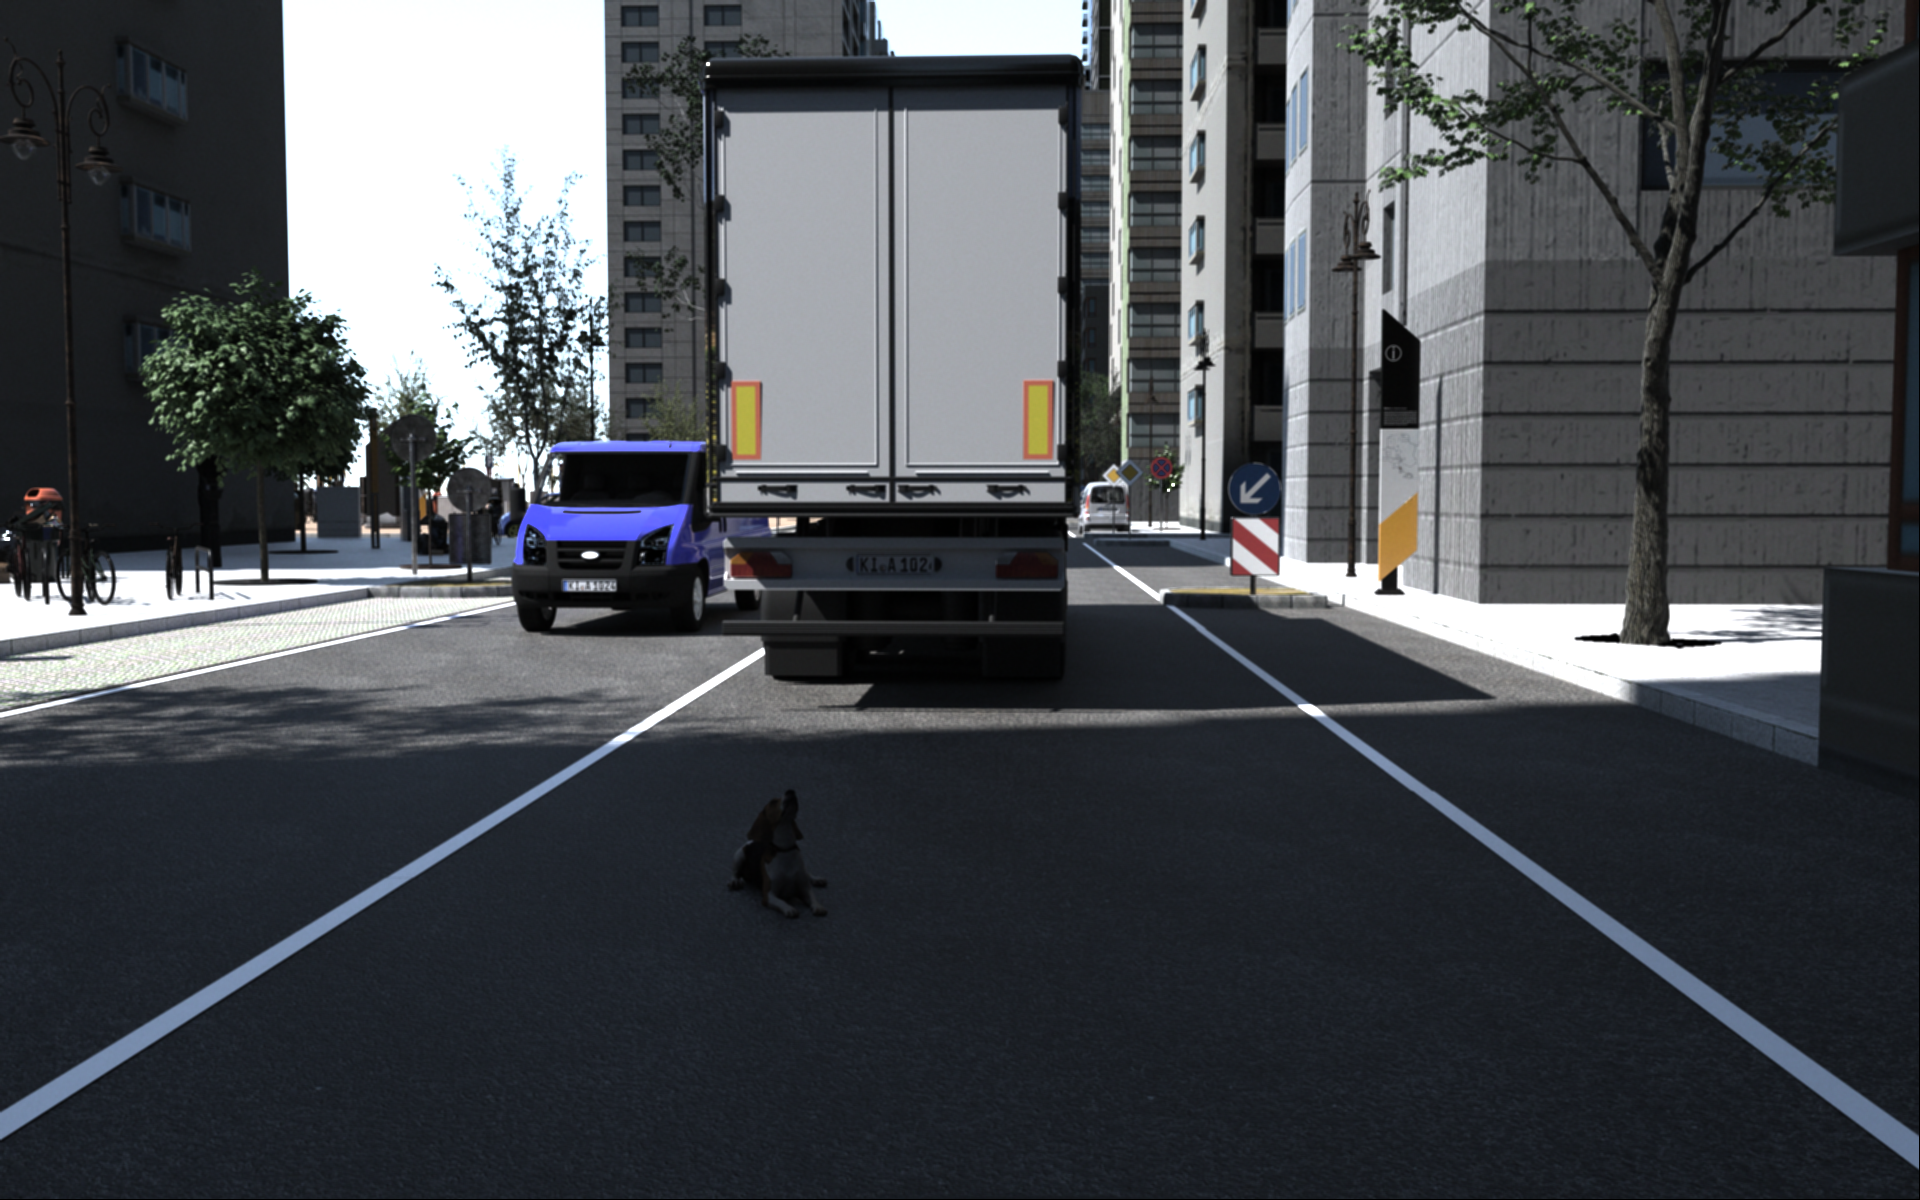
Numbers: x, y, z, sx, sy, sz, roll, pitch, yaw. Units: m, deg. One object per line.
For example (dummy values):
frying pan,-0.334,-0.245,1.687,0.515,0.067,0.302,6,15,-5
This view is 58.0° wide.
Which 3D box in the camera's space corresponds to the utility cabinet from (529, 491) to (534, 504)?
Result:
utility cabinet,-28.943,-6.741,118.901,1.173,1.500,0.318,-1,4,-20

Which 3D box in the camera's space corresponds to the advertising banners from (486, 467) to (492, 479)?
advertising banners,-28.807,-6.850,108.181,2.074,3.025,0.090,2,4,27

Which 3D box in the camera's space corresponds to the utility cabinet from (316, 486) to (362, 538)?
utility cabinet,-17.974,-2.537,50.155,1.173,1.500,0.318,0,4,-4

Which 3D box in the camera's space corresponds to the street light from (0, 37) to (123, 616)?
street light,-9.356,-2.777,18.186,0.468,5.910,1.993,0,4,2

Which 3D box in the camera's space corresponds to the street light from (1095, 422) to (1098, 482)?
street light,8.685,-8.411,110.312,0.468,5.910,1.993,0,4,2

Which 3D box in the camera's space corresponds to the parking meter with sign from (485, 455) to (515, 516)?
parking meter with sign,-20.376,-4.982,77.709,1.738,3.016,0.543,1,4,15

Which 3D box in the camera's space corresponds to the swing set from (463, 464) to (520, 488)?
swing set,-24.688,-5.755,91.716,3.119,2.851,2.862,-1,4,-9

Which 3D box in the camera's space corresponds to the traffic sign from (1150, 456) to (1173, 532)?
traffic sign,6.826,-3.584,58.710,0.768,2.556,0.104,0,4,8

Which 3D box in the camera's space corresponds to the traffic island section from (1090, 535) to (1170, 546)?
traffic island section,4.817,-1.634,48.998,2.009,0.180,2.903,0,4,2

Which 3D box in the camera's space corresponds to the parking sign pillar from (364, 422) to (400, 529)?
parking sign pillar,-21.550,-4.666,64.760,1.447,3.967,1.447,1,4,17

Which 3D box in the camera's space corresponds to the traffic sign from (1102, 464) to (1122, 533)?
traffic sign,5.051,-3.258,56.903,0.795,2.450,0.064,0,4,2

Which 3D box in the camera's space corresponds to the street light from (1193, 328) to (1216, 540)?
street light,6.821,-4.628,48.455,0.468,5.910,1.993,0,4,2

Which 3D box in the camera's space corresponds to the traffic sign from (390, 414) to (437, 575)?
traffic sign,-8.690,-1.677,27.525,0.768,2.556,0.104,0,4,5

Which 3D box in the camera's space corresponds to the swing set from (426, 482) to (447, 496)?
swing set,-34.394,-7.294,116.881,2.862,2.851,3.119,1,4,16

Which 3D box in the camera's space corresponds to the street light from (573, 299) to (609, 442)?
street light,-8.631,-4.152,40.671,0.468,5.910,1.993,0,4,2

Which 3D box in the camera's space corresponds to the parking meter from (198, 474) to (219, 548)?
parking meter,-17.476,-2.114,40.273,0.399,1.863,0.255,-3,4,-37

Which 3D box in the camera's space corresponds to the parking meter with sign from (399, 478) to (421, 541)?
parking meter with sign,-15.202,-3.148,47.724,0.543,3.016,1.738,-2,4,-27

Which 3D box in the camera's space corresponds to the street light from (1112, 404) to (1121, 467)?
street light,8.051,-7.088,88.669,0.468,5.910,1.993,0,4,2

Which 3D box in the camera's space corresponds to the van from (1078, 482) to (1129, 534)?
van,5.097,-3.324,61.358,2.013,2.044,4.112,0,4,1

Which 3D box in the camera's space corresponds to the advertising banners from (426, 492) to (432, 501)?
advertising banners,-27.690,-5.713,89.594,0.090,3.025,2.074,0,4,1

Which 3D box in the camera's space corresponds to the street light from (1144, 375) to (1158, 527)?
street light,7.397,-5.774,67.199,0.468,5.910,1.993,0,4,2

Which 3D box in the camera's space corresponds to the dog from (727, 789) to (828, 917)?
dog,-0.600,0.854,6.237,0.550,0.427,0.748,1,4,22

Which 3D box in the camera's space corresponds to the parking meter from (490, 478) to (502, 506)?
parking meter,-17.059,-3.547,63.709,0.399,1.863,0.255,0,4,7

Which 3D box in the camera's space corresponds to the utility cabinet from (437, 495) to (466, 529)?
utility cabinet,-18.763,-3.228,63.944,1.020,1.237,0.306,1,4,14

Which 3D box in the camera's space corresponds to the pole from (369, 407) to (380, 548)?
pole,-13.813,-2.874,40.839,0.158,3.312,0.155,0,3,0

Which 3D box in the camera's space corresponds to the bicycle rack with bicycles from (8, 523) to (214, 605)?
bicycle rack with bicycles,-10.295,-0.471,21.087,2.852,0.926,2.925,-2,4,-28

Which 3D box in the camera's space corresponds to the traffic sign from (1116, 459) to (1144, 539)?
traffic sign,4.793,-2.769,48.922,0.795,2.450,0.064,0,4,2

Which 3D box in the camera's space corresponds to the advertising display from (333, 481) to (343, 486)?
advertising display,-30.083,-4.804,83.759,0.123,1.923,0.974,0,4,2

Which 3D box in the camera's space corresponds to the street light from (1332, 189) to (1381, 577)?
street light,6.070,-3.297,26.690,0.468,5.910,1.993,0,4,2

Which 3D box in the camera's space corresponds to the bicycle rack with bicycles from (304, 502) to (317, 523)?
bicycle rack with bicycles,-28.939,-3.895,77.063,2.925,0.926,2.852,2,4,34

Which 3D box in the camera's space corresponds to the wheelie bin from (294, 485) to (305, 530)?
wheelie bin,-23.749,-3.287,61.653,0.693,1.594,0.980,-3,5,-41

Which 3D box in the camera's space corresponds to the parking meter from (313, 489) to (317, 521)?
parking meter,-30.121,-4.450,81.173,0.372,1.533,0.369,0,3,0

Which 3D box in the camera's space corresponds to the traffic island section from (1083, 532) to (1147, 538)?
traffic island section,5.075,-2.122,56.979,2.009,0.180,2.903,0,4,2

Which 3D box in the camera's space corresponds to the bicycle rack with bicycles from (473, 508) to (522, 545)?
bicycle rack with bicycles,-11.319,-1.825,43.220,2.852,0.926,2.925,0,4,5

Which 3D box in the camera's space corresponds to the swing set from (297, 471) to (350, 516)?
swing set,-24.580,-4.142,65.347,3.119,2.851,2.862,1,4,13

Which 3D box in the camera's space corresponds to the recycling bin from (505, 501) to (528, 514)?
recycling bin,-15.806,-3.011,61.779,0.722,1.027,0.722,0,4,-5

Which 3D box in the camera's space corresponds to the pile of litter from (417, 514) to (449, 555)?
pile of litter,-10.922,-1.408,36.987,1.176,0.858,1.719,3,5,39

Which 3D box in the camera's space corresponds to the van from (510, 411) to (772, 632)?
van,-3.524,-0.945,19.830,2.240,2.365,5.245,0,4,4

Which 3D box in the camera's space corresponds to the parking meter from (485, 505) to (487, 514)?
parking meter,-27.684,-5.701,101.622,0.372,1.533,0.369,0,3,0

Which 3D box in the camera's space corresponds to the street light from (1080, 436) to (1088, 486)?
street light,9.520,-9.711,131.556,0.468,5.910,1.993,0,4,2

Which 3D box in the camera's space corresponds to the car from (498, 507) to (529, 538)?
car,-12.231,-2.646,52.854,3.694,1.707,1.945,0,4,3

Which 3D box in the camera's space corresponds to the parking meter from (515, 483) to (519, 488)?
parking meter,-22.681,-5.060,88.447,0.255,1.863,0.399,1,4,8
